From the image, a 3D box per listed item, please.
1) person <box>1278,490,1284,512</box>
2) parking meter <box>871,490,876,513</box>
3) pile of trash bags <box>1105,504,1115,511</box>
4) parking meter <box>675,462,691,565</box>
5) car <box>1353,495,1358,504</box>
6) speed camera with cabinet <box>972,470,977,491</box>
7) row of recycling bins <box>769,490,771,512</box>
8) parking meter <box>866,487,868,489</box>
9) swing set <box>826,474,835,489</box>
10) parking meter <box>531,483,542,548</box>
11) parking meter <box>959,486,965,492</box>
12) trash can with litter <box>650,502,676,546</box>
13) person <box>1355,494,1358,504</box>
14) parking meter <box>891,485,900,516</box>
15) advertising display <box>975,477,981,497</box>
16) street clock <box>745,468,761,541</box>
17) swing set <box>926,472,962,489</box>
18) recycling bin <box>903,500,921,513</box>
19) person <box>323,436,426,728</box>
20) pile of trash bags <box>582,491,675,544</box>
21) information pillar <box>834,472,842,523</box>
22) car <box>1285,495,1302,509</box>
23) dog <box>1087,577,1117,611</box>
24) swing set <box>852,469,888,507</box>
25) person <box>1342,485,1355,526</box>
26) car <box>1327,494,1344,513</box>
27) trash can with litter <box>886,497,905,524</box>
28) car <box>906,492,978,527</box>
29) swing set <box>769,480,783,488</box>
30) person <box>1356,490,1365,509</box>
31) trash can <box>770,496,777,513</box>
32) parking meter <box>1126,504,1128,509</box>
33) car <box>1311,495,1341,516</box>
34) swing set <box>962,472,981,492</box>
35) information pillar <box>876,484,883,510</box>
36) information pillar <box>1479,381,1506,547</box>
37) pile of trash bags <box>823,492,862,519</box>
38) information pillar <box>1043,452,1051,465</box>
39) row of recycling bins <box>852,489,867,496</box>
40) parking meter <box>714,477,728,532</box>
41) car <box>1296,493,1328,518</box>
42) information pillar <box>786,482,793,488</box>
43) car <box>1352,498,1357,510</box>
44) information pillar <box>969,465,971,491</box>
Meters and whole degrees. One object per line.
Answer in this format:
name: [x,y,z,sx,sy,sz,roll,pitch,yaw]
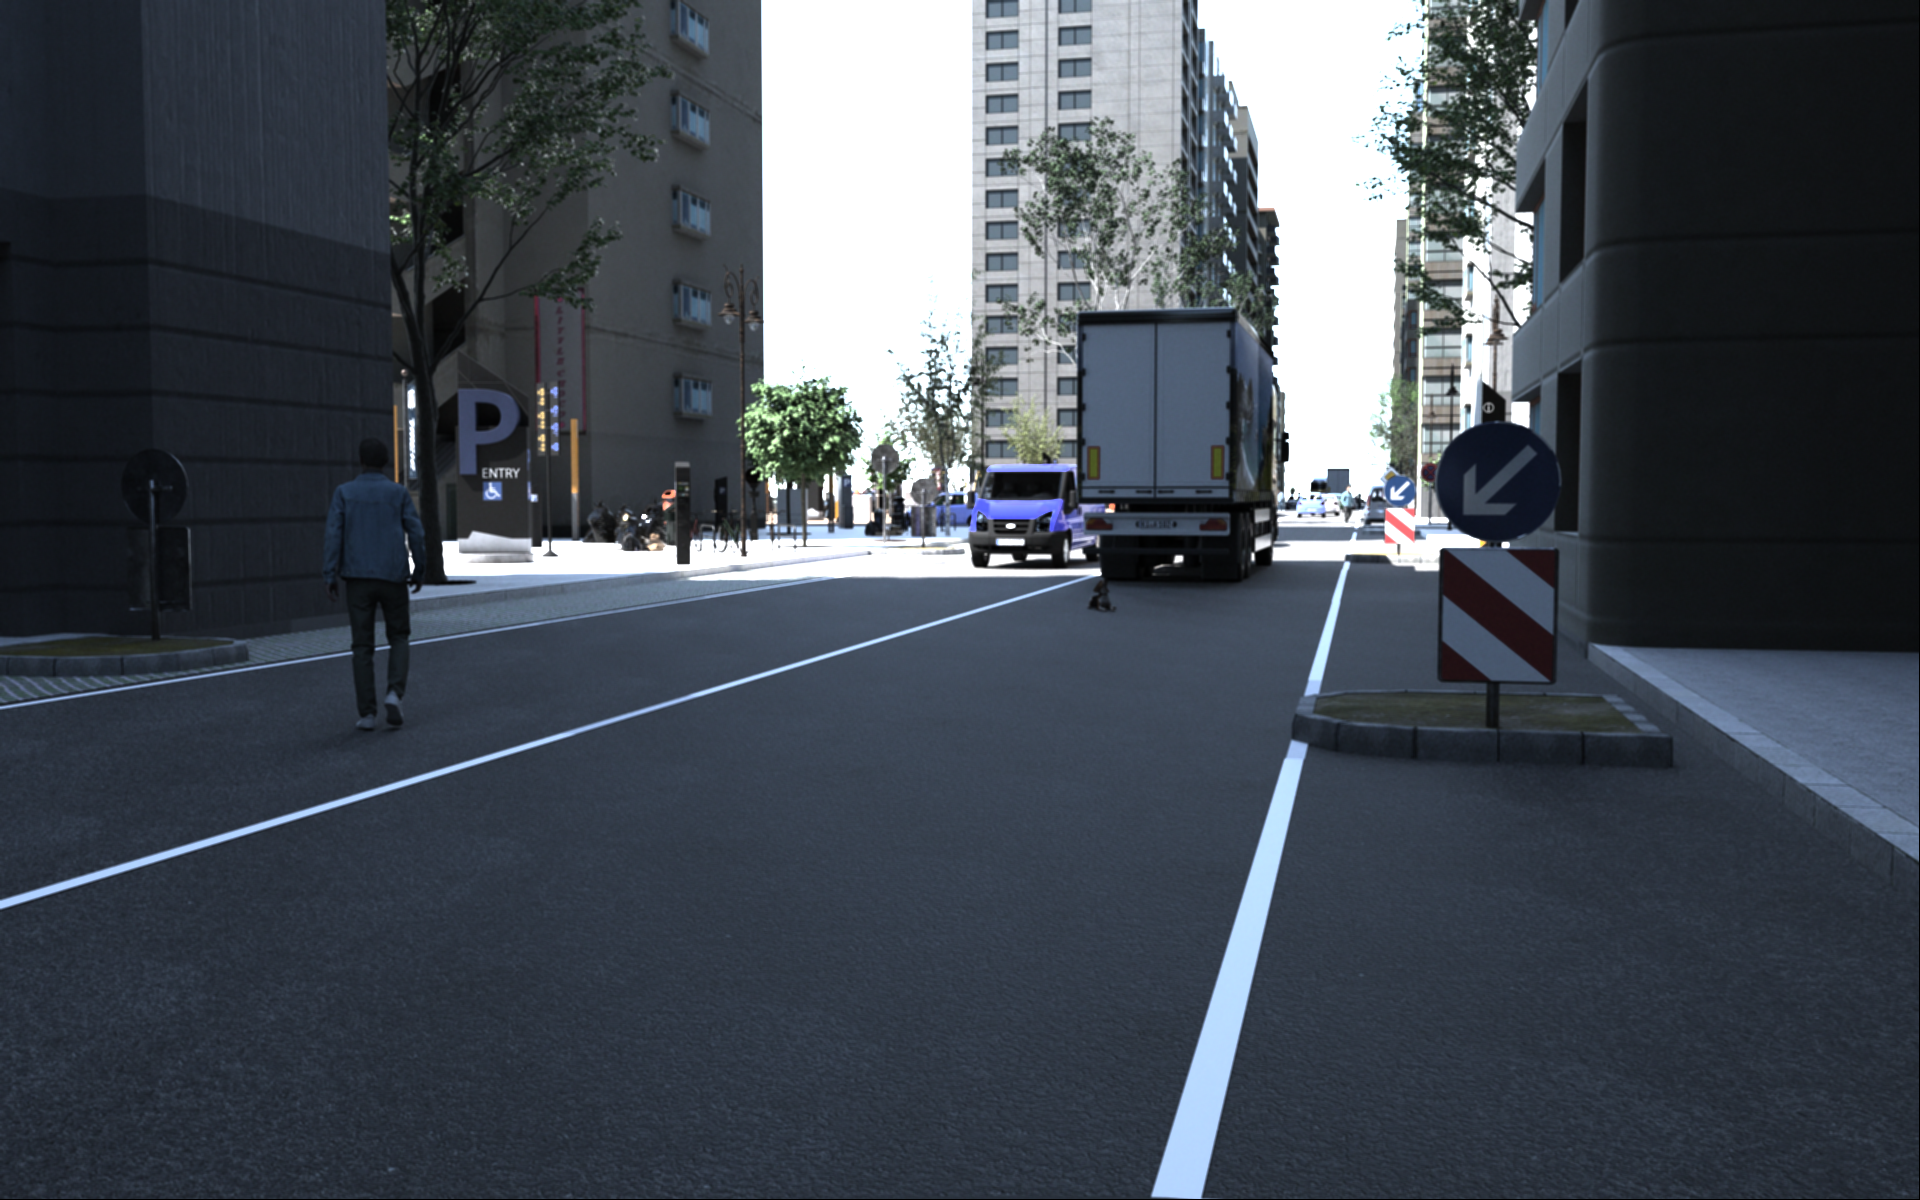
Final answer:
person: [25.955,-8.039,140.208,0.793,1.790,0.793,0,4,7]
parking meter: [-5.998,-6.846,120.348,0.372,1.533,0.369,0,3,0]
pile of trash bags: [6.722,-4.748,87.388,3.447,1.369,1.912,3,5,44]
parking meter: [-5.009,-1.566,31.311,0.255,1.863,0.399,-1,4,-12]
car: [58.316,-14.959,257.164,1.945,1.354,3.894,1,4,13]
speed camera with cabinet: [1.989,-8.868,139.326,2.038,3.252,0.660,0,4,3]
row of recycling bins: [-15.420,-7.246,125.588,3.534,1.692,1.069,-1,4,-19]
parking meter: [-7.598,-8.414,143.281,0.399,1.863,0.255,-3,5,-41]
swing set: [-9.573,-8.502,136.623,2.862,2.851,3.119,2,4,28]
parking meter: [-10.207,-2.024,41.505,0.372,1.533,0.369,0,3,0]
parking meter: [0.103,-6.866,117.974,0.399,1.863,0.255,0,4,-4]
trash can with litter: [-7.180,-1.896,42.395,1.055,1.170,0.624,-2,4,-25]
person: [56.611,-14.447,247.938,0.991,1.433,0.599,-3,4,-36]
parking meter: [-3.022,-4.610,81.092,0.399,1.863,0.255,1,4,18]
advertising display: [1.151,-4.246,74.629,0.974,1.923,0.123,0,4,7]
street clock: [-5.648,-2.624,47.475,0.471,2.002,0.358,0,4,3]
swing set: [-0.839,-7.680,123.181,3.119,2.851,2.862,0,4,-3]
recycling bin: [-2.178,-4.061,78.954,0.722,1.027,0.722,0,4,6]
person: [-3.556,-0.104,10.542,0.601,1.785,0.444,-1,4,-19]
pile of trash bags: [-8.202,-2.132,44.618,3.447,1.369,1.912,3,5,44]
information pillar: [-5.307,-5.218,76.669,0.504,3.616,0.183,0,4,5]
car: [31.573,-9.192,162.877,1.945,1.354,3.894,1,4,14]
dog: [1.822,-0.081,21.516,0.550,0.427,0.748,2,4,33]
swing set: [-4.997,-6.876,110.048,3.119,2.851,2.862,0,4,2]
person: [17.477,-4.258,78.144,0.660,1.820,0.620,-2,4,-33]
car: [29.230,-7.542,135.116,2.131,1.459,4.920,1,4,13]
trash can with litter: [-2.759,-3.856,74.428,0.624,1.170,1.055,-1,4,-20]
car: [-0.422,-3.664,69.503,3.694,1.707,1.945,1,4,14]
swing set: [-10.070,-5.294,84.169,3.119,2.851,2.862,2,4,24]
person: [39.426,-9.915,170.694,0.705,1.814,1.350,-2,4,-28]
trash can: [-11.900,-6.129,111.862,0.748,1.137,0.748,0,3,0]
parking meter: [14.300,-8.687,147.738,0.255,1.863,0.399,1,4,17]
car: [24.249,-6.279,115.018,2.083,1.381,4.827,1,4,12]
swing set: [2.386,-7.398,118.583,3.119,2.851,2.862,2,4,32]
information pillar: [-3.946,-4.932,85.127,0.304,2.012,0.304,-2,4,-27]
information pillar: [10.972,-2.715,35.745,0.504,3.616,0.183,1,4,14]
pile of trash bags: [-6.479,-5.296,96.334,1.912,1.369,3.447,2,4,30]
information pillar: [4.710,-6.290,94.200,0.504,3.616,0.183,1,4,8]
row of recycling bins: [-8.105,-8.196,141.119,3.534,1.692,1.069,1,4,12]
parking meter: [-8.033,-3.210,58.191,0.399,1.863,0.255,-2,4,-25]
car: [21.438,-5.870,105.558,1.945,1.707,3.694,1,4,12]
information pillar: [-8.925,-5.272,90.685,0.304,2.012,0.304,-2,4,-35]
car: [35.060,-8.888,157.681,2.083,1.381,4.827,1,4,14]
information pillar: [0.776,-8.543,131.033,0.183,3.616,0.504,1,4,9]
